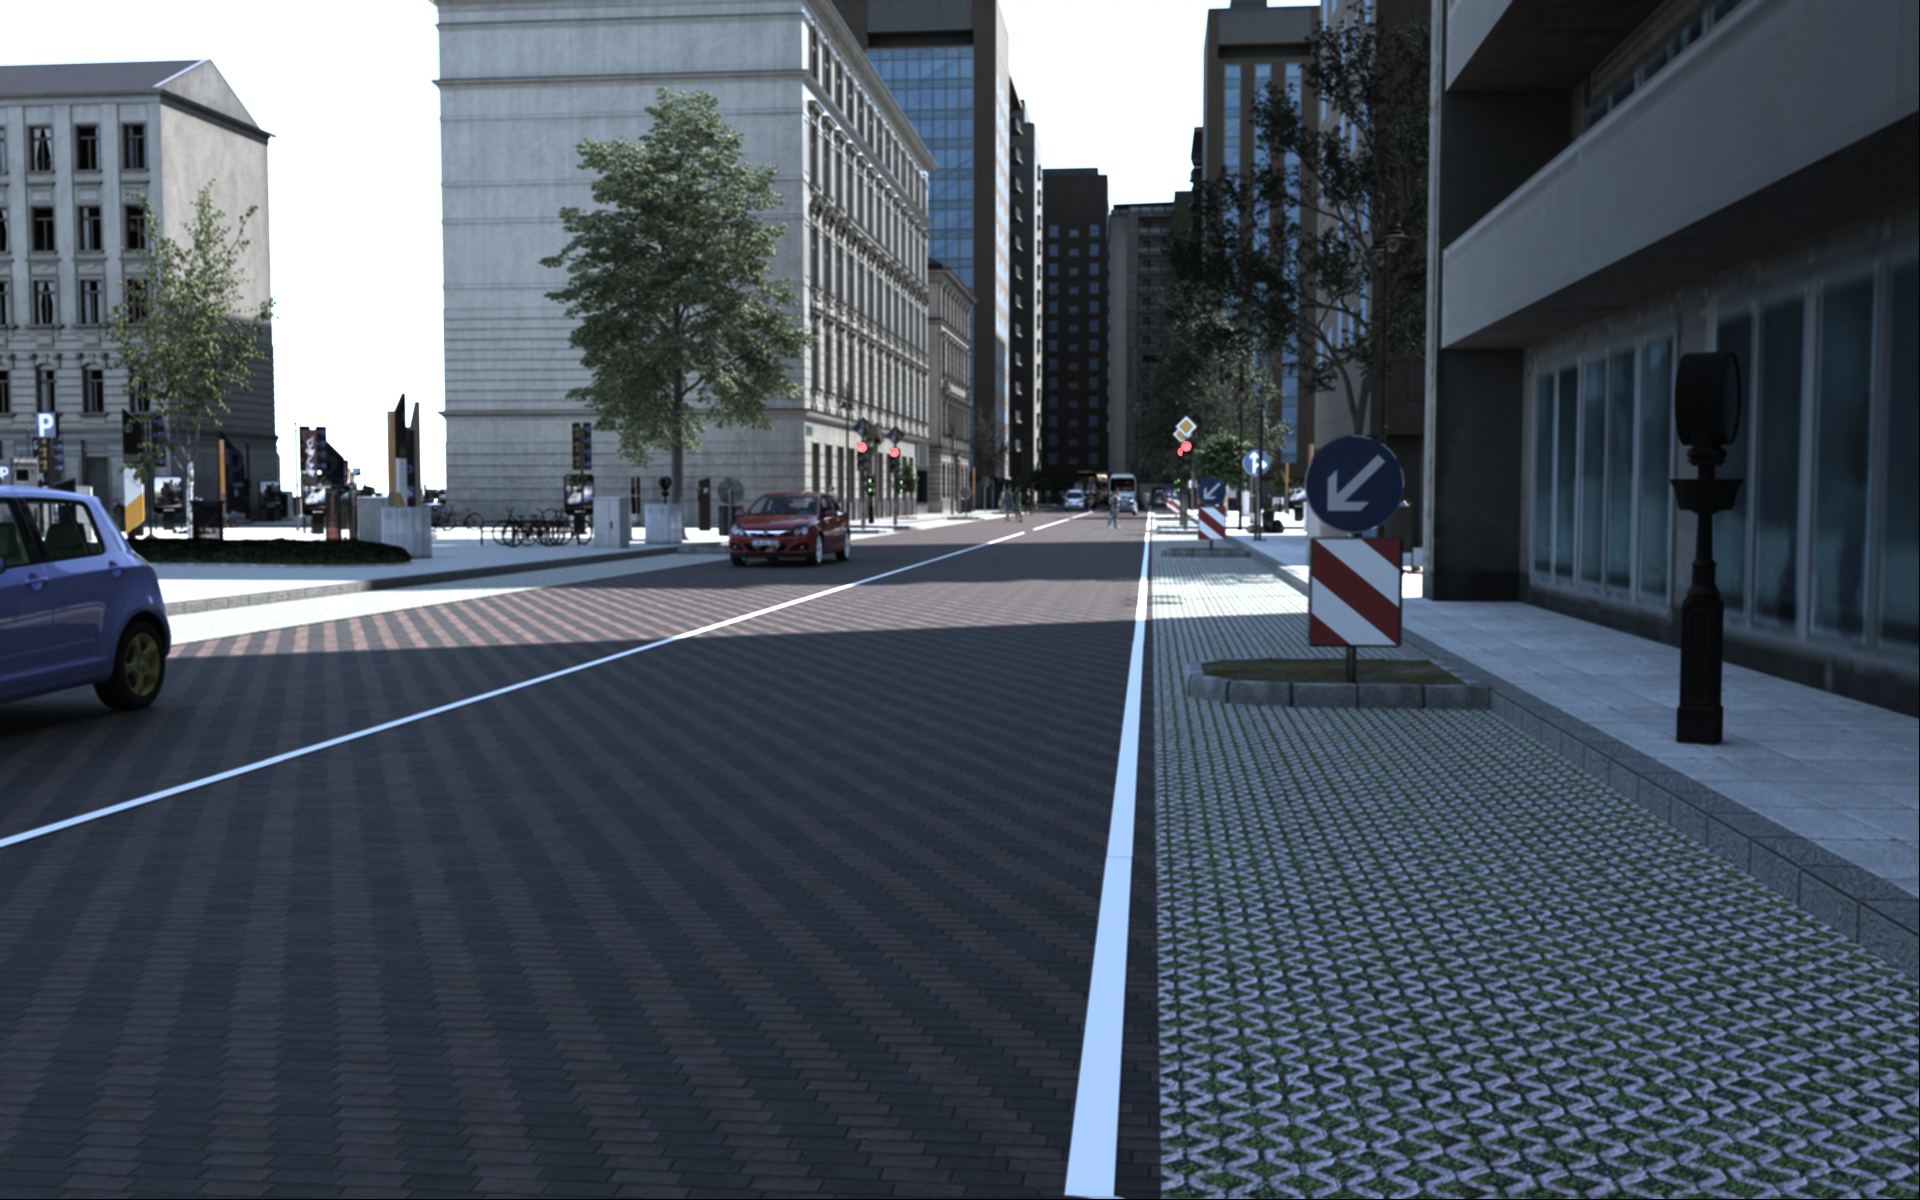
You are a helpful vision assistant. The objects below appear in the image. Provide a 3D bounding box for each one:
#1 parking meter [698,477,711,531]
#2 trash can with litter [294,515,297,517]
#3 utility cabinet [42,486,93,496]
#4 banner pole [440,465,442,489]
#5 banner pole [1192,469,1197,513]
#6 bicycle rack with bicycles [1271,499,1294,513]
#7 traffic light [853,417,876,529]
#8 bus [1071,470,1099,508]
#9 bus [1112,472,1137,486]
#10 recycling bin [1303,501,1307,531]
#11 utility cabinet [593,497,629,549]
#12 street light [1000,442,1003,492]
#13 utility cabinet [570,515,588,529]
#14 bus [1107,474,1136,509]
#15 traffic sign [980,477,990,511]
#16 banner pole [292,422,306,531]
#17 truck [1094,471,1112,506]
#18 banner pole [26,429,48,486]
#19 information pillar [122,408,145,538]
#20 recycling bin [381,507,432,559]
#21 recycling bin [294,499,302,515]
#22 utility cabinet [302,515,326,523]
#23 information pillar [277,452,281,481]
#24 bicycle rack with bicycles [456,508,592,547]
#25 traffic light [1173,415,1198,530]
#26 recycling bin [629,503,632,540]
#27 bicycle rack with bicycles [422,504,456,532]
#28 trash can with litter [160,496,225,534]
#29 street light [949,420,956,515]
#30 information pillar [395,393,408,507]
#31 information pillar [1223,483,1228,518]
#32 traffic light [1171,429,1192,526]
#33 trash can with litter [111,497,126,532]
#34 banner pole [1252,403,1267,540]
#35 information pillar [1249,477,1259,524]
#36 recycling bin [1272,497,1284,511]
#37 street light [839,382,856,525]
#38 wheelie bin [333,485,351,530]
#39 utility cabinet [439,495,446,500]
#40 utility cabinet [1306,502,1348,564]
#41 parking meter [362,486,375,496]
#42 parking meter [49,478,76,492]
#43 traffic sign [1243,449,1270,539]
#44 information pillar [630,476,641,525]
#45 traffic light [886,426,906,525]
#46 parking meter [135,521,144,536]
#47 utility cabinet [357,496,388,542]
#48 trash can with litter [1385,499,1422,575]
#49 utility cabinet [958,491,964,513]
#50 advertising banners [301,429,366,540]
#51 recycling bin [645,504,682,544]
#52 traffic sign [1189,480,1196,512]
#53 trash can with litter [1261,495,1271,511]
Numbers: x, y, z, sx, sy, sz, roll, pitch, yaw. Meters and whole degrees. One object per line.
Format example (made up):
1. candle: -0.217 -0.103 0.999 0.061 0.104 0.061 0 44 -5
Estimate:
1. parking meter: -8.970 -3.366 60.741 0.399 1.863 0.255 -2 4 -31
2. trash can with litter: -37.896 -5.271 97.246 2.233 1.210 1.678 0 4 6
3. utility cabinet: -24.035 -2.325 46.697 1.173 1.500 0.318 0 4 -6
4. banner pole: -43.795 -9.555 146.241 0.401 3.779 0.863 -1 4 -17
5. banner pole: 15.915 -7.792 117.414 0.401 3.779 0.863 -1 4 -17
6. bicycle rack with bicycles: 22.511 -6.469 119.147 2.852 0.926 2.925 2 4 28
7. traffic light: -3.520 -4.549 63.292 0.839 4.253 0.868 0 4 6
8. bus: 13.285 -11.755 183.737 2.896 3.916 12.252 0 4 4
9. bus: 17.836 -12.105 189.461 2.896 3.916 12.252 0 4 6
10. recycling bin: 12.223 -2.863 59.364 0.722 1.027 0.722 -1 4 -11
11. utility cabinet: -8.299 -1.835 41.166 1.020 1.237 0.306 3 5 40
12. street light: 3.527 -10.570 145.610 0.468 5.910 1.993 0 4 6
13. utility cabinet: -14.043 -3.218 63.774 0.306 1.237 1.020 -2 4 -34
14. bus: 15.761 -10.629 168.649 2.948 3.499 13.247 0 4 5
15. traffic sign: 1.864 -7.815 127.878 0.768 2.556 0.104 1 4 14
16. banner pole: -22.939 -4.302 60.348 0.401 3.779 0.863 2 4 24
17. truck: 17.517 -13.965 217.247 2.839 4.237 11.283 0 4 8
18. banner pole: -35.623 -4.695 66.774 0.863 3.779 0.401 -2 4 -30
19. information pillar: -22.480 -3.408 47.082 0.504 3.616 0.183 -1 4 -12
20. recycling bin: -11.073 -1.353 34.669 0.722 1.027 0.722 1 4 13
21. recycling bin: -41.276 -5.810 107.543 0.722 1.027 0.722 -1 4 -17
22. utility cabinet: -27.841 -4.030 74.569 1.173 1.500 0.318 2 4 32
23. information pillar: -35.167 -5.989 89.281 0.504 3.616 0.183 3 5 40
24. bicycle rack with bicycles: -10.568 -1.835 43.391 2.925 0.926 2.852 -3 5 -39
25. traffic light: 8.073 -4.472 62.033 0.839 4.253 0.868 0 4 6
26. recycling bin: -9.602 -2.180 48.205 0.722 1.027 0.722 1 4 16
27. bicycle rack with bicycles: -18.300 -2.836 59.753 2.925 0.926 2.852 1 4 11
28. trash can with litter: -24.971 -2.763 56.240 2.233 1.210 1.678 1 4 23
29. street light: -0.486 -8.309 108.637 0.468 5.910 1.993 0 4 6
30. information pillar: -12.883 -2.973 39.958 0.183 3.616 0.504 0 4 3
31. information pillar: 14.406 -6.283 94.078 0.183 3.616 0.504 -1 4 -21
32. traffic light: 8.949 -4.957 69.970 0.839 4.253 0.868 0 4 6
33. trash can with litter: -28.236 -2.899 58.790 1.055 1.170 0.624 1 4 12
34. banner pole: 8.367 -3.555 48.145 0.401 3.779 0.863 1 4 15
35. information pillar: 12.711 -4.305 74.882 0.304 2.012 0.304 -1 4 -11
36. recycling bin: 23.690 -7.120 128.965 0.722 1.027 0.722 1 4 21
37. street light: -4.659 -6.053 71.749 0.468 5.910 1.993 0 4 6
38. wheelie bin: -22.382 -3.355 62.760 0.980 1.594 0.693 0 4 8
39. utility cabinet: -32.626 -6.029 109.740 0.306 1.237 1.020 -3 5 -44
40. utility cabinet: 6.757 -1.402 31.600 0.318 1.500 1.173 3 5 41
41. parking meter: -17.875 -2.691 52.412 0.372 1.533 0.369 0 3 0
42. parking meter: -14.164 -1.159 27.366 0.372 1.533 0.369 0 3 0
43. traffic sign: 8.359 -2.983 48.880 0.768 2.556 0.104 1 4 10
44. information pillar: -13.554 -4.149 72.328 0.304 2.012 0.304 1 4 20
45. traffic light: -2.644 -5.034 71.229 0.839 4.253 0.868 0 4 6
46. parking meter: -25.301 -2.741 53.219 0.372 1.533 0.369 0 3 0
47. utility cabinet: -15.325 -2.108 45.629 1.020 1.237 0.306 -2 4 -25
48. trash can with litter: 7.366 -1.015 27.645 2.233 1.210 1.678 1 4 16
49. utility cabinet: 0.054 -6.397 113.270 0.318 1.500 1.173 0 4 5
50. advertising banners: -16.836 -3.079 46.533 2.074 3.025 0.090 1 4 20
51. recycling bin: -7.631 -1.958 44.562 0.722 1.027 0.722 1 4 20
52. traffic sign: 16.947 -7.581 126.084 0.606 2.300 0.079 1 4 15
53. trash can with litter: 24.145 -7.532 134.208 1.678 1.210 2.233 -3 5 -39
